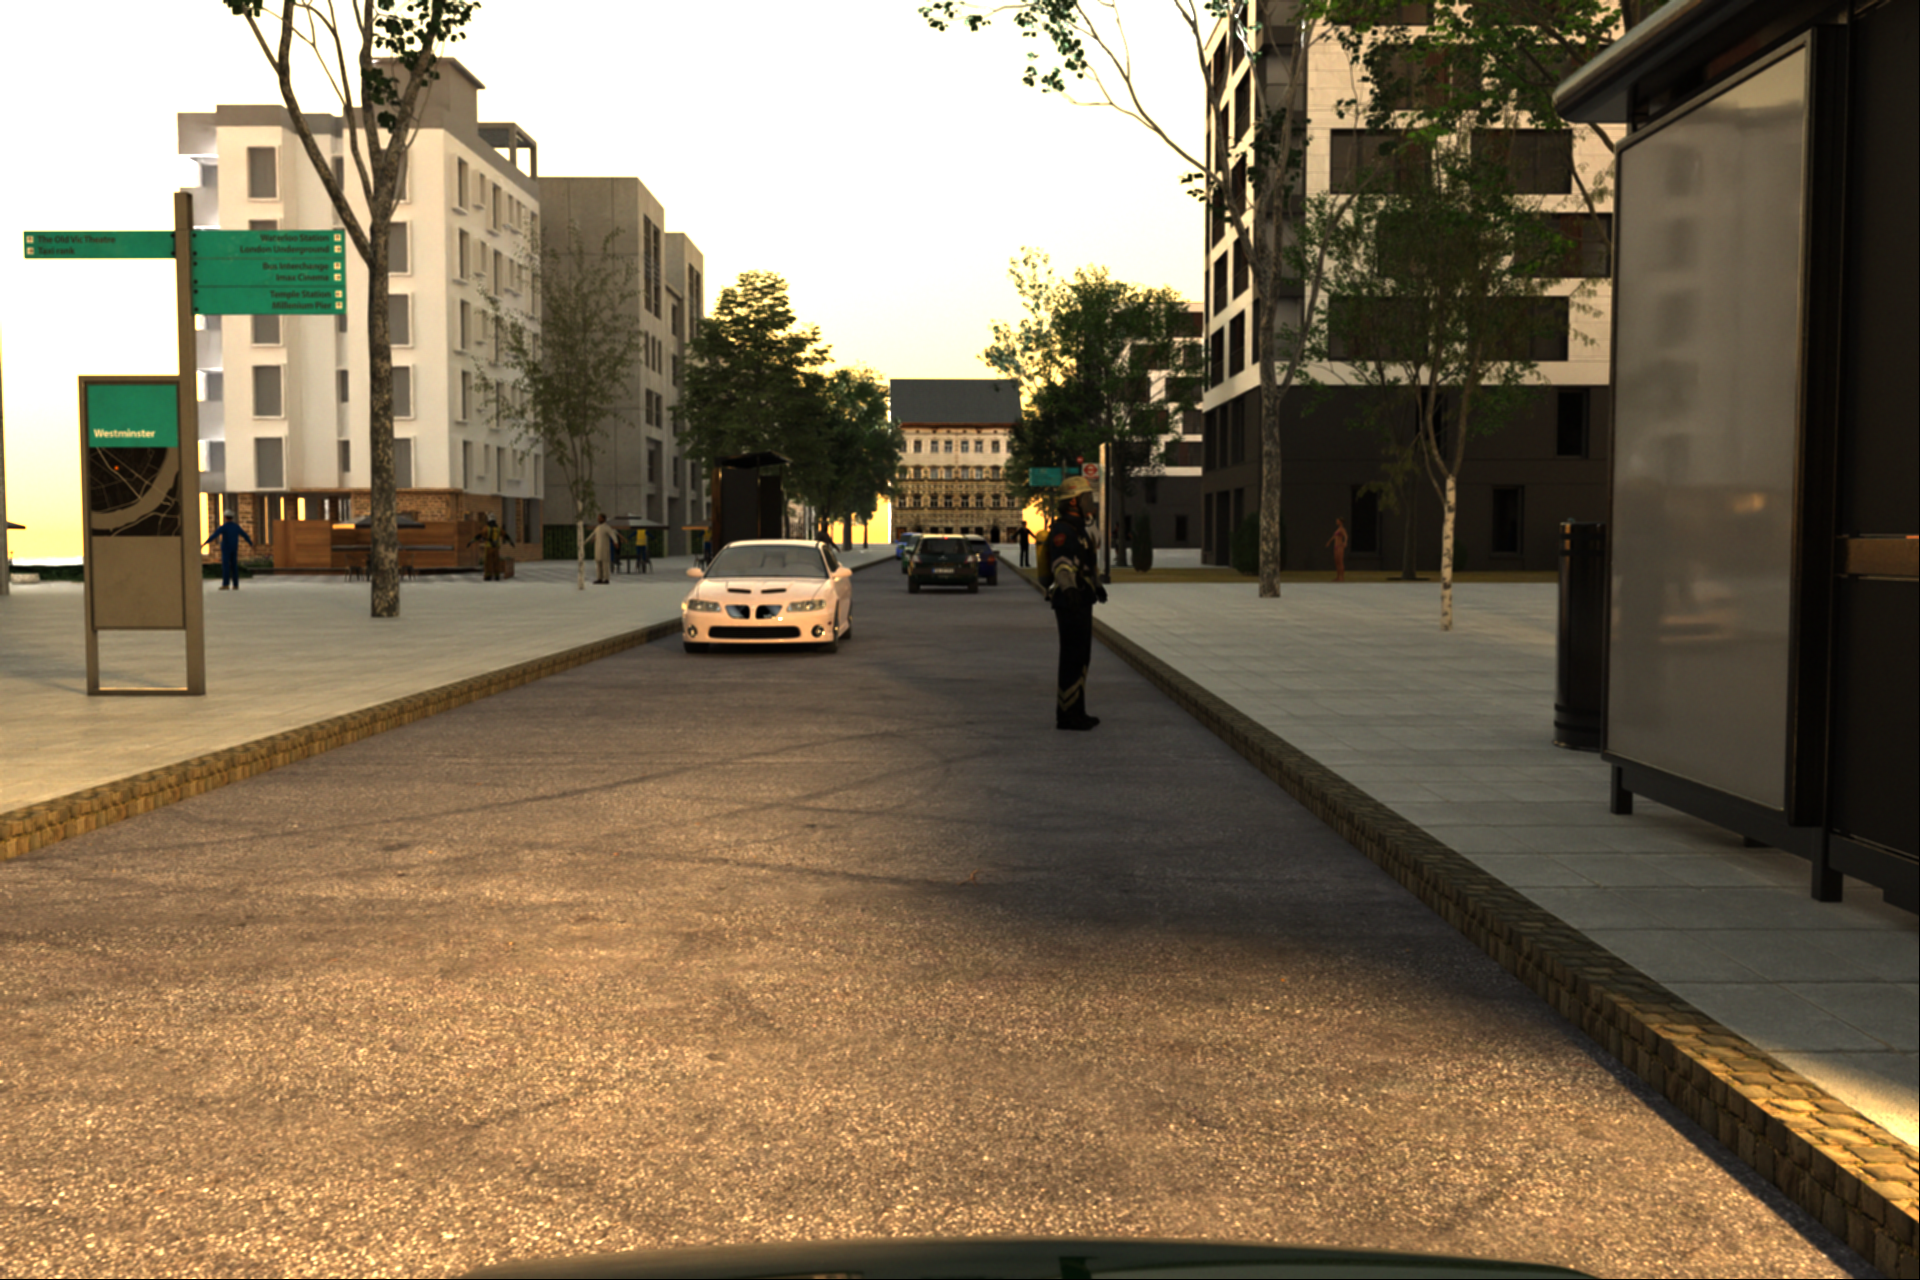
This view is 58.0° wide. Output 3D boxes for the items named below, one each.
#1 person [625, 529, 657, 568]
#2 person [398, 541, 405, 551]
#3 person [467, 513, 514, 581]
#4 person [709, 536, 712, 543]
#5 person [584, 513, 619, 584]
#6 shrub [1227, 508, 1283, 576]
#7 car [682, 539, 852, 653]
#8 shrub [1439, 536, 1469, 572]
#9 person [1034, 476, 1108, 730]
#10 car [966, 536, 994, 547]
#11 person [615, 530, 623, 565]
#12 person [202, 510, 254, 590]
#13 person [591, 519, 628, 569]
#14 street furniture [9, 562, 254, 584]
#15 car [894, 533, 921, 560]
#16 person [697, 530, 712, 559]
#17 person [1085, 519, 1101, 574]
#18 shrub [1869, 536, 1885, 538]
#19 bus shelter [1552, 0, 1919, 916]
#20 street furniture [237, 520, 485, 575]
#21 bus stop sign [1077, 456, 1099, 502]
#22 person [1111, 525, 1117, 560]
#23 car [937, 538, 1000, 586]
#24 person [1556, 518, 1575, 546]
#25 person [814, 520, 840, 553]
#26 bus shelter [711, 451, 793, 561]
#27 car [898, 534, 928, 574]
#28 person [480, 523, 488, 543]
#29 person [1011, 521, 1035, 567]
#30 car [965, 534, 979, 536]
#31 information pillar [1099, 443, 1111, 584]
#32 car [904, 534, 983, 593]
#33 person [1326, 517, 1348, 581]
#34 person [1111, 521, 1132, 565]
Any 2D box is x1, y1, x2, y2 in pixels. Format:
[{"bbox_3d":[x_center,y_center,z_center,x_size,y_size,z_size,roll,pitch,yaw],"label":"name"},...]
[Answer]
[{"bbox_3d":[-12.061,-3.612,65.522,1.216,1.772,0.721,-1,4,-13],"label":"person"},{"bbox_3d":[-16.430,-2.481,49.831,0.991,1.433,0.599,-3,5,-39],"label":"person"},{"bbox_3d":[-12.866,-2.558,47.589,1.354,1.858,0.705,-3,4,-36],"label":"person"},{"bbox_3d":[-10.005,-4.074,72.883,1.348,1.796,0.705,2,4,24],"label":"person"},{"bbox_3d":[-9.223,-2.354,44.579,1.344,1.819,0.704,2,4,35],"label":"person"},{"bbox_3d":[9.089,-3.013,53.300,1.661,2.075,1.752,0,3,0],"label":"shrub"},{"bbox_3d":[-2.401,-0.611,22.353,2.083,1.381,4.827,0,4,0],"label":"car"},{"bbox_3d":[16.691,-2.899,58.514,1.383,1.207,1.383,0,3,0],"label":"shrub"},{"bbox_3d":[0.873,-0.278,12.784,0.705,1.856,1.354,1,4,13],"label":"person"},{"bbox_3d":[0.342,-3.576,70.828,2.083,1.381,4.827,0,4,1],"label":"car"},{"bbox_3d":[-14.284,-4.068,72.447,0.705,1.837,1.347,-1,4,-18],"label":"person"},{"bbox_3d":[-16.898,-2.088,40.023,0.705,1.842,1.347,3,4,36],"label":"person"},{"bbox_3d":[-12.834,-3.518,63.368,1.347,1.847,0.705,0,4,-5],"label":"person"},{"bbox_3d":[-24.278,-1.889,46.512,10.072,0.657,5.734,-2,4,-27],"label":"street furniture"},{"bbox_3d":[-2.660,-5.302,96.272,1.945,1.707,3.694,0,4,0],"label":"car"},{"bbox_3d":[-12.114,-4.727,83.261,1.349,1.833,0.705,-3,5,-42],"label":"person"},{"bbox_3d":[2.925,-2.034,40.026,0.721,1.736,1.217,2,4,34],"label":"person"},{"bbox_3d":[29.051,-3.157,56.036,1.690,2.028,1.600,0,3,0],"label":"shrub"},{"bbox_3d":[3.792,-1.758,6.372,2.179,5.291,8.768,0,3,0],"label":"bus shelter"},{"bbox_3d":[-19.837,-3.138,58.154,11.010,1.723,9.812,0,4,6],"label":"street furniture"},{"bbox_3d":[4.337,-4.328,59.468,0.855,3.939,0.416,0,4,0],"label":"bus stop sign"},{"bbox_3d":[7.721,-4.831,85.127,0.704,1.812,1.346,1,4,21],"label":"person"},{"bbox_3d":[0.180,-2.259,49.522,1.945,1.354,3.894,0,3,0],"label":"car"},{"bbox_3d":[20.176,-3.132,57.336,0.704,1.817,1.347,-1,4,-10],"label":"person"},{"bbox_3d":[-3.771,-2.437,48.430,0.705,1.813,1.348,2,4,26],"label":"person"},{"bbox_3d":[-6.181,-3.725,52.189,1.731,3.624,6.357,0,4,0],"label":"bus shelter"},{"bbox_3d":[-1.181,-3.189,63.942,2.131,1.459,4.920,0,4,0],"label":"car"},{"bbox_3d":[-18.729,-3.785,68.614,0.721,1.740,1.216,-2,4,-35],"label":"person"},{"bbox_3d":[2.538,-3.762,67.699,1.347,1.806,0.705,-2,4,-28],"label":"person"},{"bbox_3d":[0.492,-5.431,100.796,2.014,1.417,4.499,0,4,0],"label":"car"},{"bbox_3d":[3.791,-3.301,45.289,0.184,3.620,1.656,0,4,0],"label":"information pillar"},{"bbox_3d":[-0.411,-2.046,43.234,2.009,1.686,4.222,0,4,0],"label":"car"},{"bbox_3d":[10.251,-2.465,47.111,0.721,1.733,1.217,-1,4,-12],"label":"person"},{"bbox_3d":[6.697,-4.055,72.439,1.345,1.843,0.704,0,4,7],"label":"person"}]
